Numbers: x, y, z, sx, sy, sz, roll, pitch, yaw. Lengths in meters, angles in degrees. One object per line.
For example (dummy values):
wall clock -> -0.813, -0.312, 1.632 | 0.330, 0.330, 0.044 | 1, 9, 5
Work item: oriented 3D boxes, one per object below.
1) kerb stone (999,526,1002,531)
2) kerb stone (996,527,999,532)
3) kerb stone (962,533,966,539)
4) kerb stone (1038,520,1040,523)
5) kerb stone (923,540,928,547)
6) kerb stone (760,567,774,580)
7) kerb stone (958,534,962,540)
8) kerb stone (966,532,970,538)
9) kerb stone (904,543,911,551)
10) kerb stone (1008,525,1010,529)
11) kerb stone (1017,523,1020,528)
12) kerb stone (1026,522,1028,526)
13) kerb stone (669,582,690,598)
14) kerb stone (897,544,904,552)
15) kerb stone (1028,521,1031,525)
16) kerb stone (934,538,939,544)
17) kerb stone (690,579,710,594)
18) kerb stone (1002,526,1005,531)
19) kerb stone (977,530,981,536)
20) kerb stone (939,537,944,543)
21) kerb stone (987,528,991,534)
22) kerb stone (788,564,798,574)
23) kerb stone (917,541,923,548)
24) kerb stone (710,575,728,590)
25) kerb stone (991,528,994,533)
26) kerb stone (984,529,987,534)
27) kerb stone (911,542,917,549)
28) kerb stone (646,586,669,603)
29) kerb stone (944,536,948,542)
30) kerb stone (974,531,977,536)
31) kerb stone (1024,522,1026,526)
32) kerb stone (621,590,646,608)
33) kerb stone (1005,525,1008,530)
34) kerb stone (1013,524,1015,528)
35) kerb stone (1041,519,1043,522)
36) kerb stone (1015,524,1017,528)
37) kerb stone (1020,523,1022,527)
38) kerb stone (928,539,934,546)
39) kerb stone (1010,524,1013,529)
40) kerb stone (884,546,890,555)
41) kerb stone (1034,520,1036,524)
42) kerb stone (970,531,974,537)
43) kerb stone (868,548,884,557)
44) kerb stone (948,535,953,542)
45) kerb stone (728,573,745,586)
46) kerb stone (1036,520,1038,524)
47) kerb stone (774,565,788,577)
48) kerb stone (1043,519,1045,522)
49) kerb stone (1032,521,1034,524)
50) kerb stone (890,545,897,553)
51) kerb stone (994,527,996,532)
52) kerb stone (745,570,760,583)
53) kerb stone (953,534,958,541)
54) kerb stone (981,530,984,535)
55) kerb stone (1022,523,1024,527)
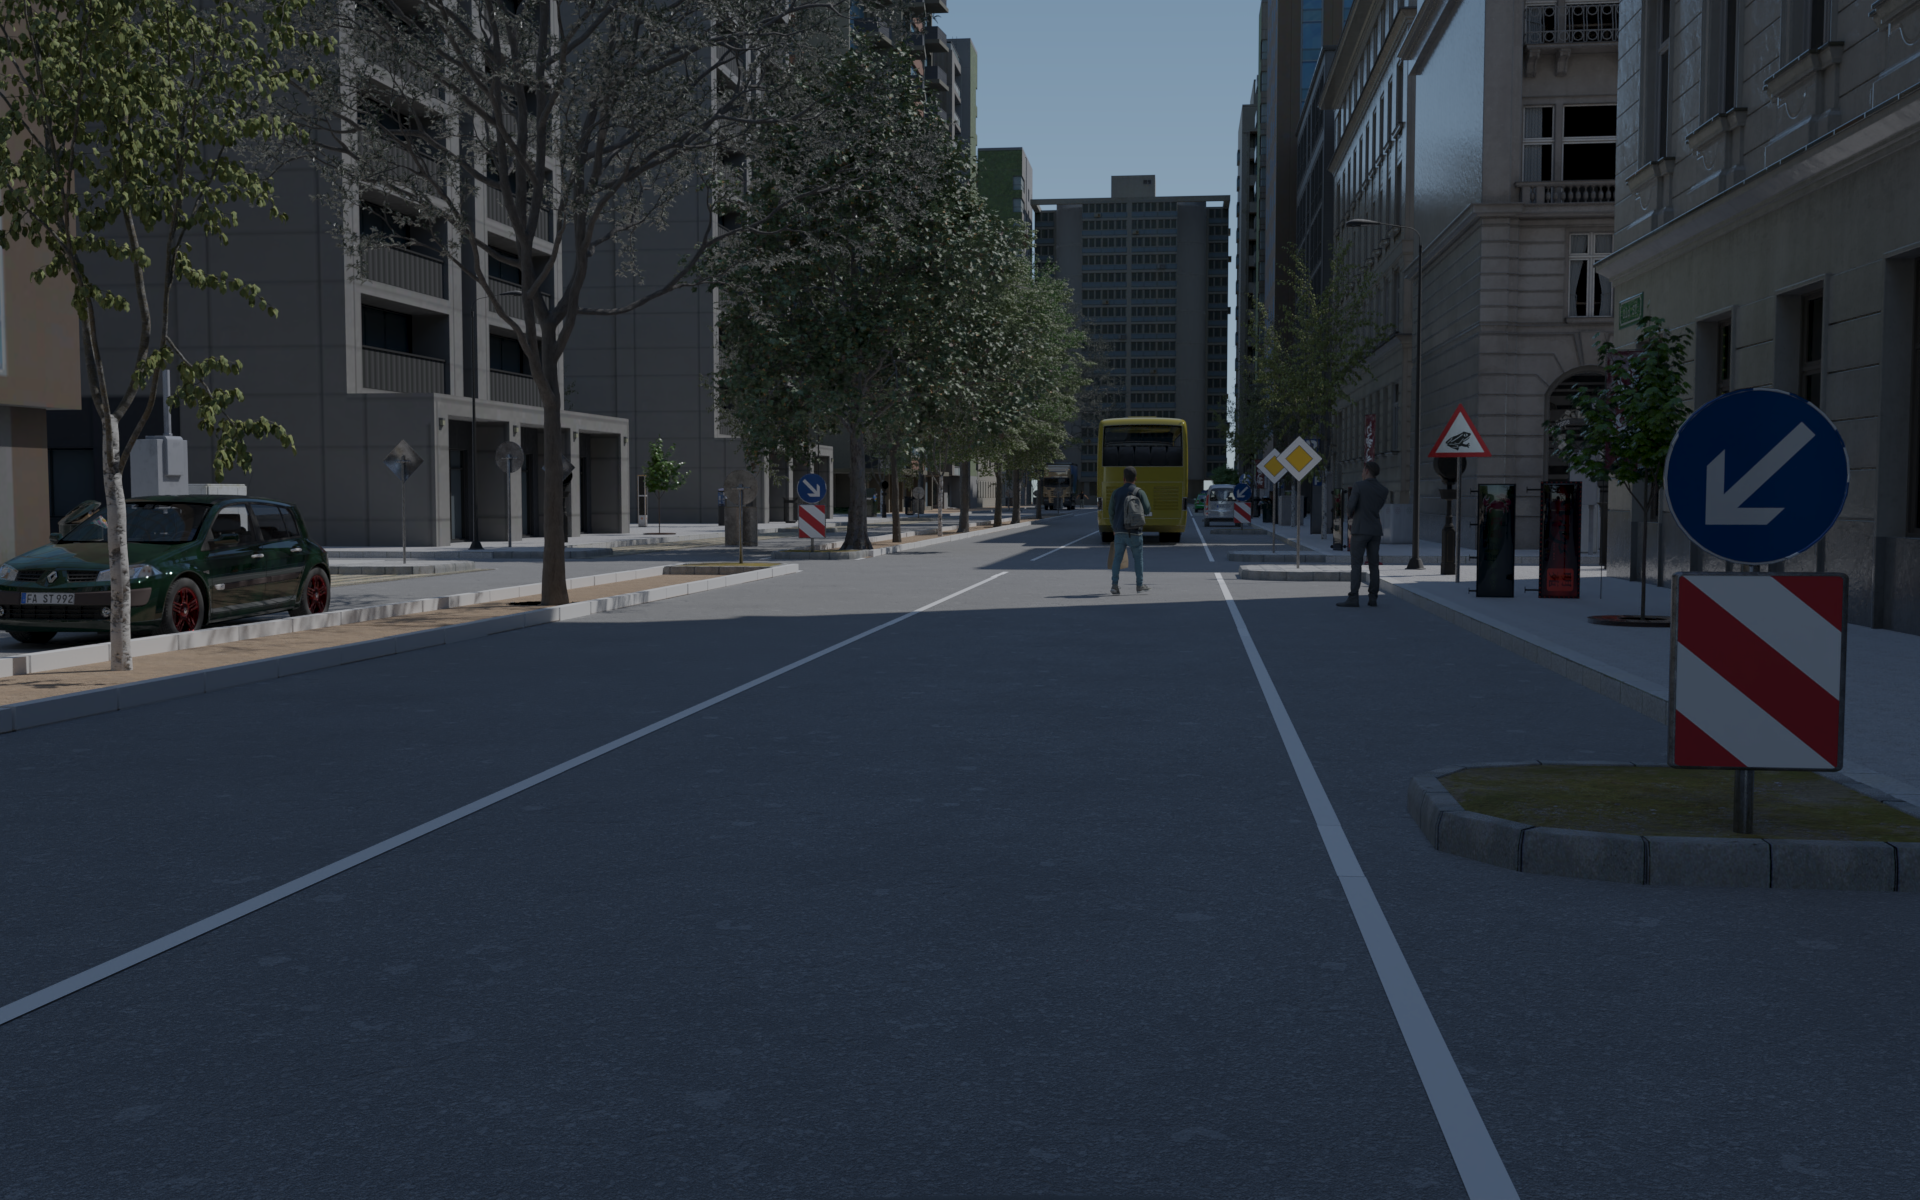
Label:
kerb stone -> 1.417, -2.706, 66.434 | 0.120, 0.150, 1.000 | 0, 4, 7
kerb stone -> 1.284, -2.642, 65.420 | 0.120, 0.150, 1.000 | 0, 4, 7
kerb stone -> -0.011, -2.022, 55.252 | 0.120, 0.150, 1.000 | 0, 4, 7
kerb stone -> 3.642, -3.757, 83.733 | 0.120, 0.150, 1.000 | 0, 4, 7
kerb stone -> -1.061, -1.521, 47.095 | 0.120, 0.150, 1.000 | 0, 4, 7
kerb stone -> -3.354, -0.429, 29.274 | 0.120, 0.150, 1.000 | 0, 4, 7
kerb stone -> -0.145, -1.960, 54.236 | 0.120, 0.150, 1.000 | 0, 4, 7
kerb stone -> 0.112, -2.084, 56.269 | 0.120, 0.150, 1.000 | 0, 4, 7
kerb stone -> -1.456, -1.335, 44.049 | 0.120, 0.150, 1.000 | 0, 4, 7
kerb stone -> 1.797, -2.892, 69.485 | 0.120, 0.150, 1.000 | 0, 4, 7
kerb stone -> 2.333, -3.141, 73.548 | 0.120, 0.150, 1.000 | 0, 4, 7
kerb stone -> 2.851, -3.390, 77.627 | 0.120, 0.150, 1.000 | 0, 4, 7
kerb stone -> -4.010, -0.122, 24.192 | 0.120, 0.150, 1.000 | 0, 4, 7
kerb stone -> -1.588, -1.269, 43.033 | 0.120, 0.150, 1.000 | 0, 4, 7
kerb stone -> 2.988, -3.450, 78.640 | 0.120, 0.150, 1.000 | 0, 4, 7
kerb stone -> -0.803, -1.648, 49.134 | 0.120, 0.150, 1.000 | 0, 4, 7
kerb stone -> -3.870, -0.184, 25.206 | 0.120, 0.150, 1.000 | 0, 4, 7
kerb stone -> 1.551, -2.768, 67.447 | 0.120, 0.150, 1.000 | 0, 4, 7
kerb stone -> 0.501, -2.271, 59.321 | 0.120, 0.150, 1.000 | 0, 4, 7
kerb stone -> -0.674, -1.707, 50.153 | 0.120, 0.150, 1.000 | 0, 4, 7
kerb stone -> 0.895, -2.450, 62.376 | 0.120, 0.150, 1.000 | 0, 4, 7
kerb stone -> -3.089, -0.557, 31.306 | 0.120, 0.150, 1.000 | 0, 4, 7
kerb stone -> -1.192, -1.452, 46.082 | 0.120, 0.150, 1.000 | 0, 4, 7
kerb stone -> -3.738, -0.244, 26.224 | 0.120, 0.150, 1.000 | 0, 4, 7
kerb stone -> 1.023, -2.520, 63.392 | 0.120, 0.150, 1.000 | 0, 4, 7
kerb stone -> 0.761, -2.392, 61.362 | 0.120, 0.150, 1.000 | 0, 4, 7
kerb stone -> -1.325, -1.399, 45.068 | 0.120, 0.150, 1.000 | 0, 4, 7
kerb stone -> -4.135, -0.060, 23.171 | 0.120, 0.150, 1.000 | 0, 4, 7
kerb stone -> -0.545, -1.772, 51.167 | 0.120, 0.150, 1.000 | 0, 4, 7
kerb stone -> 0.366, -2.208, 58.303 | 0.120, 0.150, 1.000 | 0, 4, 7
kerb stone -> 2.720, -3.323, 76.605 | 0.120, 0.150, 1.000 | 0, 4, 7
kerb stone -> -4.264, 0.005, 22.152 | 0.120, 0.150, 1.000 | 0, 4, 7
kerb stone -> 1.683, -2.830, 68.461 | 0.120, 0.150, 1.000 | 0, 4, 7
kerb stone -> 2.067, -3.017, 71.519 | 0.120, 0.150, 1.000 | 0, 4, 7
kerb stone -> 3.898, -3.878, 85.774 | 0.120, 0.150, 1.000 | 0, 4, 7
kerb stone -> 2.195, -3.076, 72.535 | 0.120, 0.150, 1.000 | 0, 4, 7
kerb stone -> 2.471, -3.203, 74.562 | 0.120, 0.150, 1.000 | 0, 4, 7
kerb stone -> -0.936, -1.585, 48.114 | 0.120, 0.150, 1.000 | 0, 4, 7
kerb stone -> 1.934, -2.953, 70.499 | 0.120, 0.150, 1.000 | 0, 4, 7
kerb stone -> -1.851, -1.149, 40.989 | 0.120, 0.150, 1.000 | 0, 4, 7
kerb stone -> 3.371, -3.637, 81.695 | 0.120, 0.150, 1.000 | 0, 4, 7
kerb stone -> 0.248, -2.143, 57.287 | 0.120, 0.150, 1.000 | 0, 4, 7
kerb stone -> -1.967, -1.087, 39.972 | 0.120, 0.150, 1.000 | 0, 4, 7
kerb stone -> -0.414, -1.835, 52.194 | 0.120, 0.150, 1.000 | 0, 4, 7
kerb stone -> -3.607, -0.309, 27.242 | 0.120, 0.150, 1.000 | 0, 4, 7
kerb stone -> 3.509, -3.701, 82.713 | 0.120, 0.150, 1.000 | 0, 4, 7
kerb stone -> -3.217, -0.495, 30.292 | 0.120, 0.150, 1.000 | 0, 4, 7
kerb stone -> 4.033, -3.951, 86.798 | 0.120, 0.150, 1.000 | 0, 4, 7
kerb stone -> 3.247, -3.577, 80.680 | 0.120, 0.150, 1.000 | 0, 4, 7
kerb stone -> -1.718, -1.212, 42.005 | 0.120, 0.150, 1.000 | 0, 4, 7
kerb stone -> 1.150, -2.580, 64.407 | 0.120, 0.150, 1.000 | 0, 4, 7
kerb stone -> -3.485, -0.366, 28.257 | 0.120, 0.150, 1.000 | 0, 4, 7
kerb stone -> -0.273, -1.898, 53.222 | 0.120, 0.150, 1.000 | 0, 4, 7
kerb stone -> 0.637, -2.333, 60.341 | 0.120, 0.150, 1.000 | 0, 4, 7
kerb stone -> 2.589, -3.265, 75.586 | 0.120, 0.150, 1.000 | 0, 4, 7
